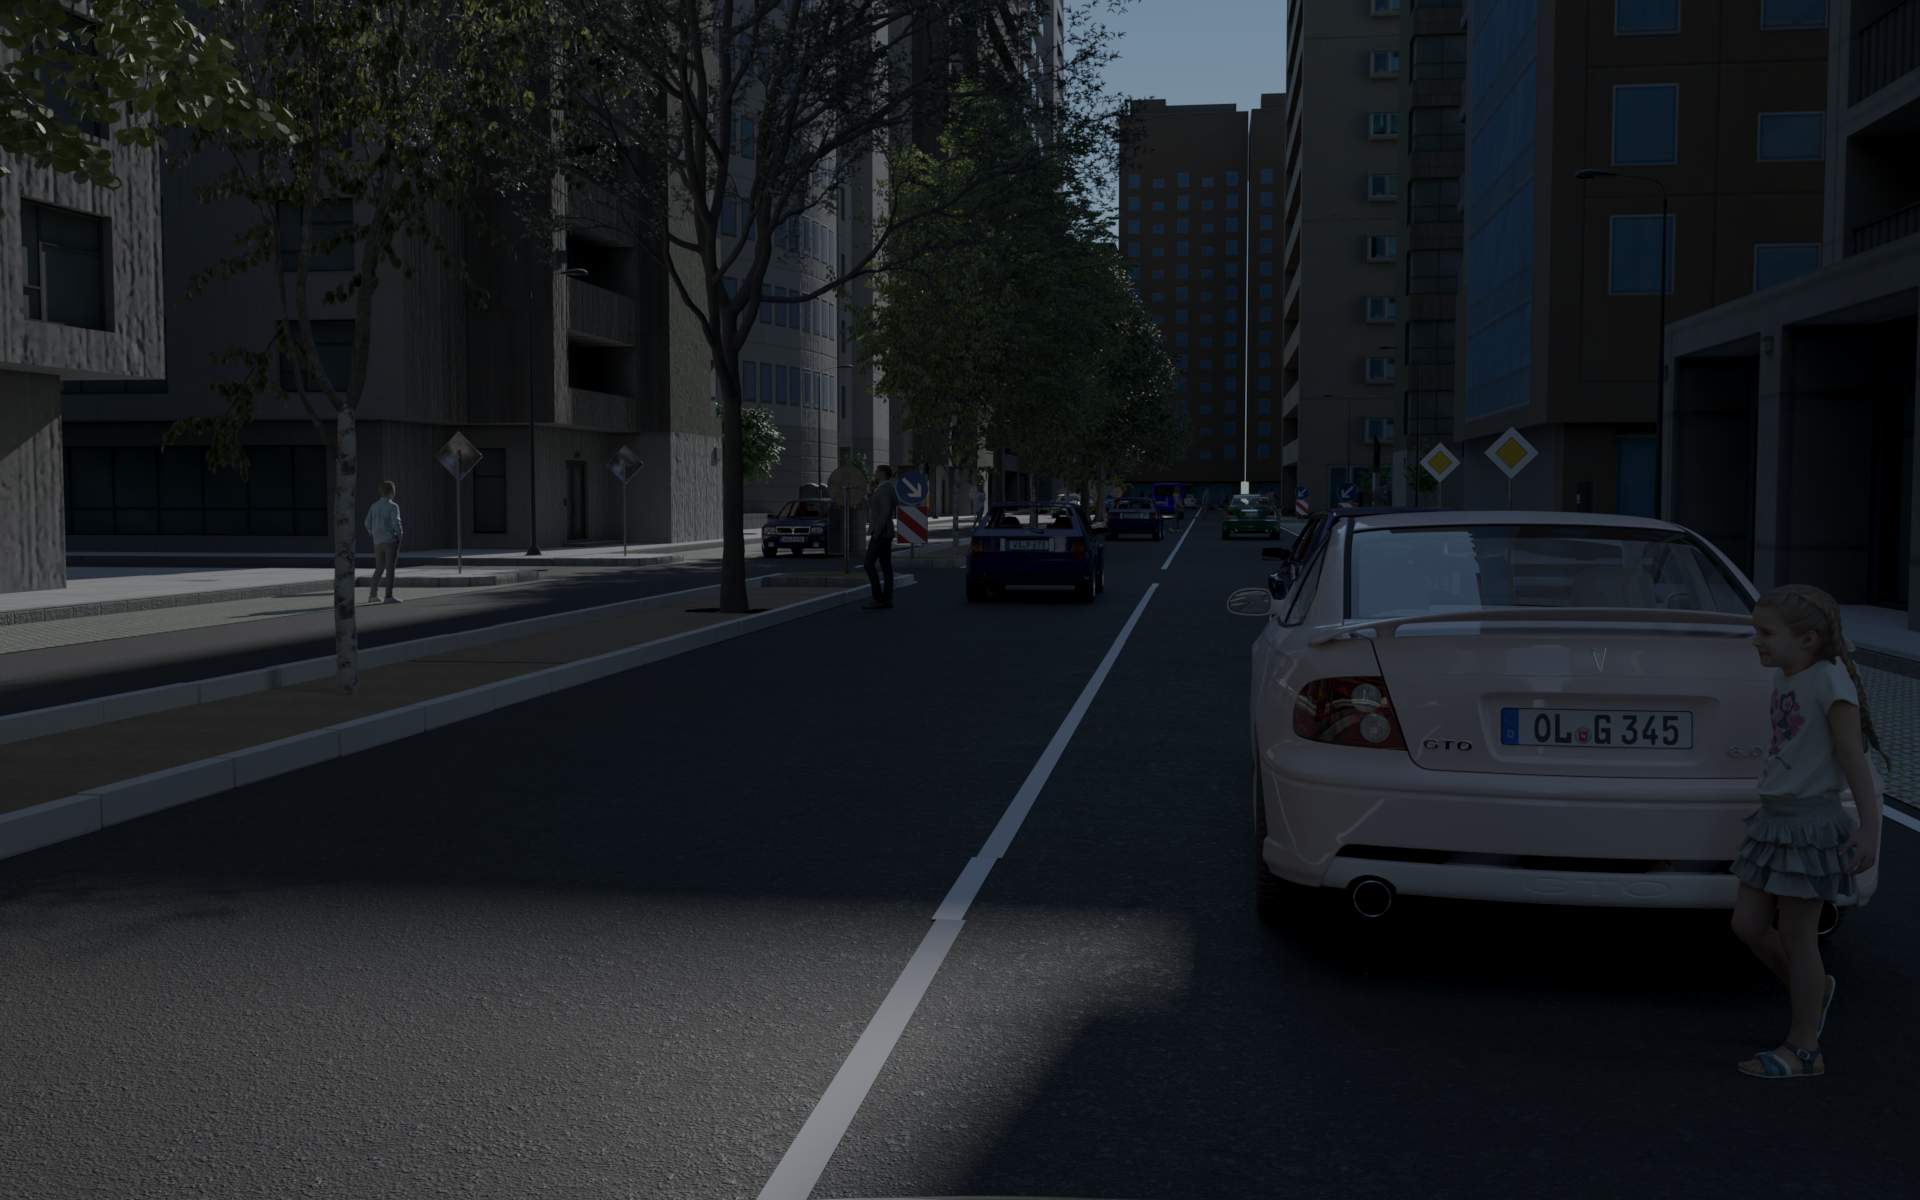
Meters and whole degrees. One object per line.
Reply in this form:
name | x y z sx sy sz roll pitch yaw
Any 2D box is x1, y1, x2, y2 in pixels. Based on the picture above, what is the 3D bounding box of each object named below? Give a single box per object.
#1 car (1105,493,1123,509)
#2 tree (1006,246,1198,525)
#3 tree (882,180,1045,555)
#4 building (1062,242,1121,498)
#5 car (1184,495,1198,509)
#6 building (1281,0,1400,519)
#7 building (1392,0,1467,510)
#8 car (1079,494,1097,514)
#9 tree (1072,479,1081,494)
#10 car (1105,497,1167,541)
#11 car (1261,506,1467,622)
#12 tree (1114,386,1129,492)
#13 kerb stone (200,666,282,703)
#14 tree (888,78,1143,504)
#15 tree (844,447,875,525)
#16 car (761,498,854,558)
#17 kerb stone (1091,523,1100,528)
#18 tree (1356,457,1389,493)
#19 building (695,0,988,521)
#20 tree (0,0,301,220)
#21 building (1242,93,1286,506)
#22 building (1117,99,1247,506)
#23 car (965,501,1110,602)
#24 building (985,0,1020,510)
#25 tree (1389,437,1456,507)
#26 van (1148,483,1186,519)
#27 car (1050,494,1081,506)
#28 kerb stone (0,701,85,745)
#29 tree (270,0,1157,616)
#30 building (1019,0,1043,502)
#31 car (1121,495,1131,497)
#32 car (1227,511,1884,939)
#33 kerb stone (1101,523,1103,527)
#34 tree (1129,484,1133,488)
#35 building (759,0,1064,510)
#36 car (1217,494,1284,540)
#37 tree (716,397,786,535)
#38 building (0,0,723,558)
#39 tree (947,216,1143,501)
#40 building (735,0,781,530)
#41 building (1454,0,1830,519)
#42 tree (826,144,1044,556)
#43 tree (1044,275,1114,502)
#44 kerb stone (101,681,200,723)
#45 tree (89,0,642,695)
car | 14.833 -9.631 167.056 1.945 1.707 3.694 1 4 9
tree | 5.615 -9.677 77.687 9.611 12.733 9.660 0 3 0
tree | -0.079 -5.355 40.367 4.360 8.622 3.978 0 3 0
building | 11.517 -26.245 200.800 14.107 30.474 14.160 1 4 8
car | 21.297 -9.213 162.992 2.083 1.381 4.827 1 4 10
building | 29.117 -28.821 94.927 21.300 48.544 21.600 1 4 8
building | 24.070 -18.099 67.619 14.160 30.474 14.107 1 4 8
car | 9.305 -7.199 127.932 2.015 1.641 3.980 1 4 10
tree | 12.640 -11.778 187.165 1.663 3.219 1.824 0 3 0
car | 5.519 -2.566 54.530 1.945 1.354 3.894 1 4 9
car | 3.575 -0.132 14.733 1.945 1.354 3.894 0 4 7
tree | 4.387 -7.162 69.926 4.737 8.622 4.395 0 3 0
kerb stone | -5.146 0.612 12.281 0.120 0.150 1.000 1 4 8
tree | 0.986 -7.713 46.687 7.486 12.596 7.792 0 3 0
tree | -4.349 -4.676 71.056 1.663 3.219 1.824 0 3 0
car | -3.413 -1.700 40.381 1.945 1.354 3.894 1 4 9
kerb stone | 5.638 -3.069 72.381 0.120 0.150 1.000 1 4 8
tree | 18.755 -5.133 78.531 1.663 3.219 1.824 0 3 0
building | -6.215 -20.106 100.431 14.160 30.474 14.107 1 4 8
tree | -4.771 -5.186 5.368 7.486 12.596 7.792 0 3 0
building | 39.844 -33.404 196.266 14.200 45.320 14.600 1 4 8
building | 25.671 -33.592 199.332 14.200 45.320 14.600 1 4 8
car | 1.113 -0.720 24.346 1.945 1.354 3.894 0 4 7
building | -7.495 -30.525 122.783 21.300 48.544 21.600 1 4 8
tree | 15.871 -3.953 59.231 1.663 3.219 1.824 0 3 0
van | 12.116 -5.914 101.071 2.240 2.365 5.245 0 4 6
car | 6.545 -5.653 104.222 2.131 1.459 4.920 0 4 8
kerb stone | -5.442 0.732 10.252 0.120 0.150 1.000 1 4 8
tree | -2.710 -6.573 20.302 12.009 13.543 11.850 0 3 0
building | -4.759 -32.356 148.622 23.786 49.044 30.456 1 4 8
car | 16.627 -9.933 174.981 1.945 1.354 3.894 0 4 7
car | 2.134 0.324 7.066 2.083 1.381 4.827 1 4 9
kerb stone | 5.931 -3.194 74.418 0.120 0.150 1.000 1 4 8
tree | 7.881 -8.679 94.727 4.737 8.622 4.395 0 3 0
building | -3.862 -38.756 175.651 28.212 58.520 21.231 1 4 8
car | 9.378 -2.697 55.900 2.131 1.459 4.920 1 4 9
tree | -7.160 -4.350 54.842 4.285 4.588 4.351 0 3 0
building | -14.710 -16.583 42.841 14.160 30.474 14.107 1 4 8
tree | 2.740 -8.177 61.910 9.928 11.665 9.643 0 3 0
building | -15.884 -32.389 71.559 21.231 58.520 28.212 1 4 8
building | 19.623 -23.778 38.875 14.200 45.320 14.600 1 4 8
tree | -0.745 -5.074 35.775 4.737 8.622 4.395 0 3 0
tree | 2.258 -6.121 52.897 4.737 8.622 4.395 0 3 0
kerb stone | -5.306 0.669 11.264 0.120 0.150 1.000 1 4 8
tree | -4.351 -3.640 12.332 4.360 8.622 3.978 0 3 0
